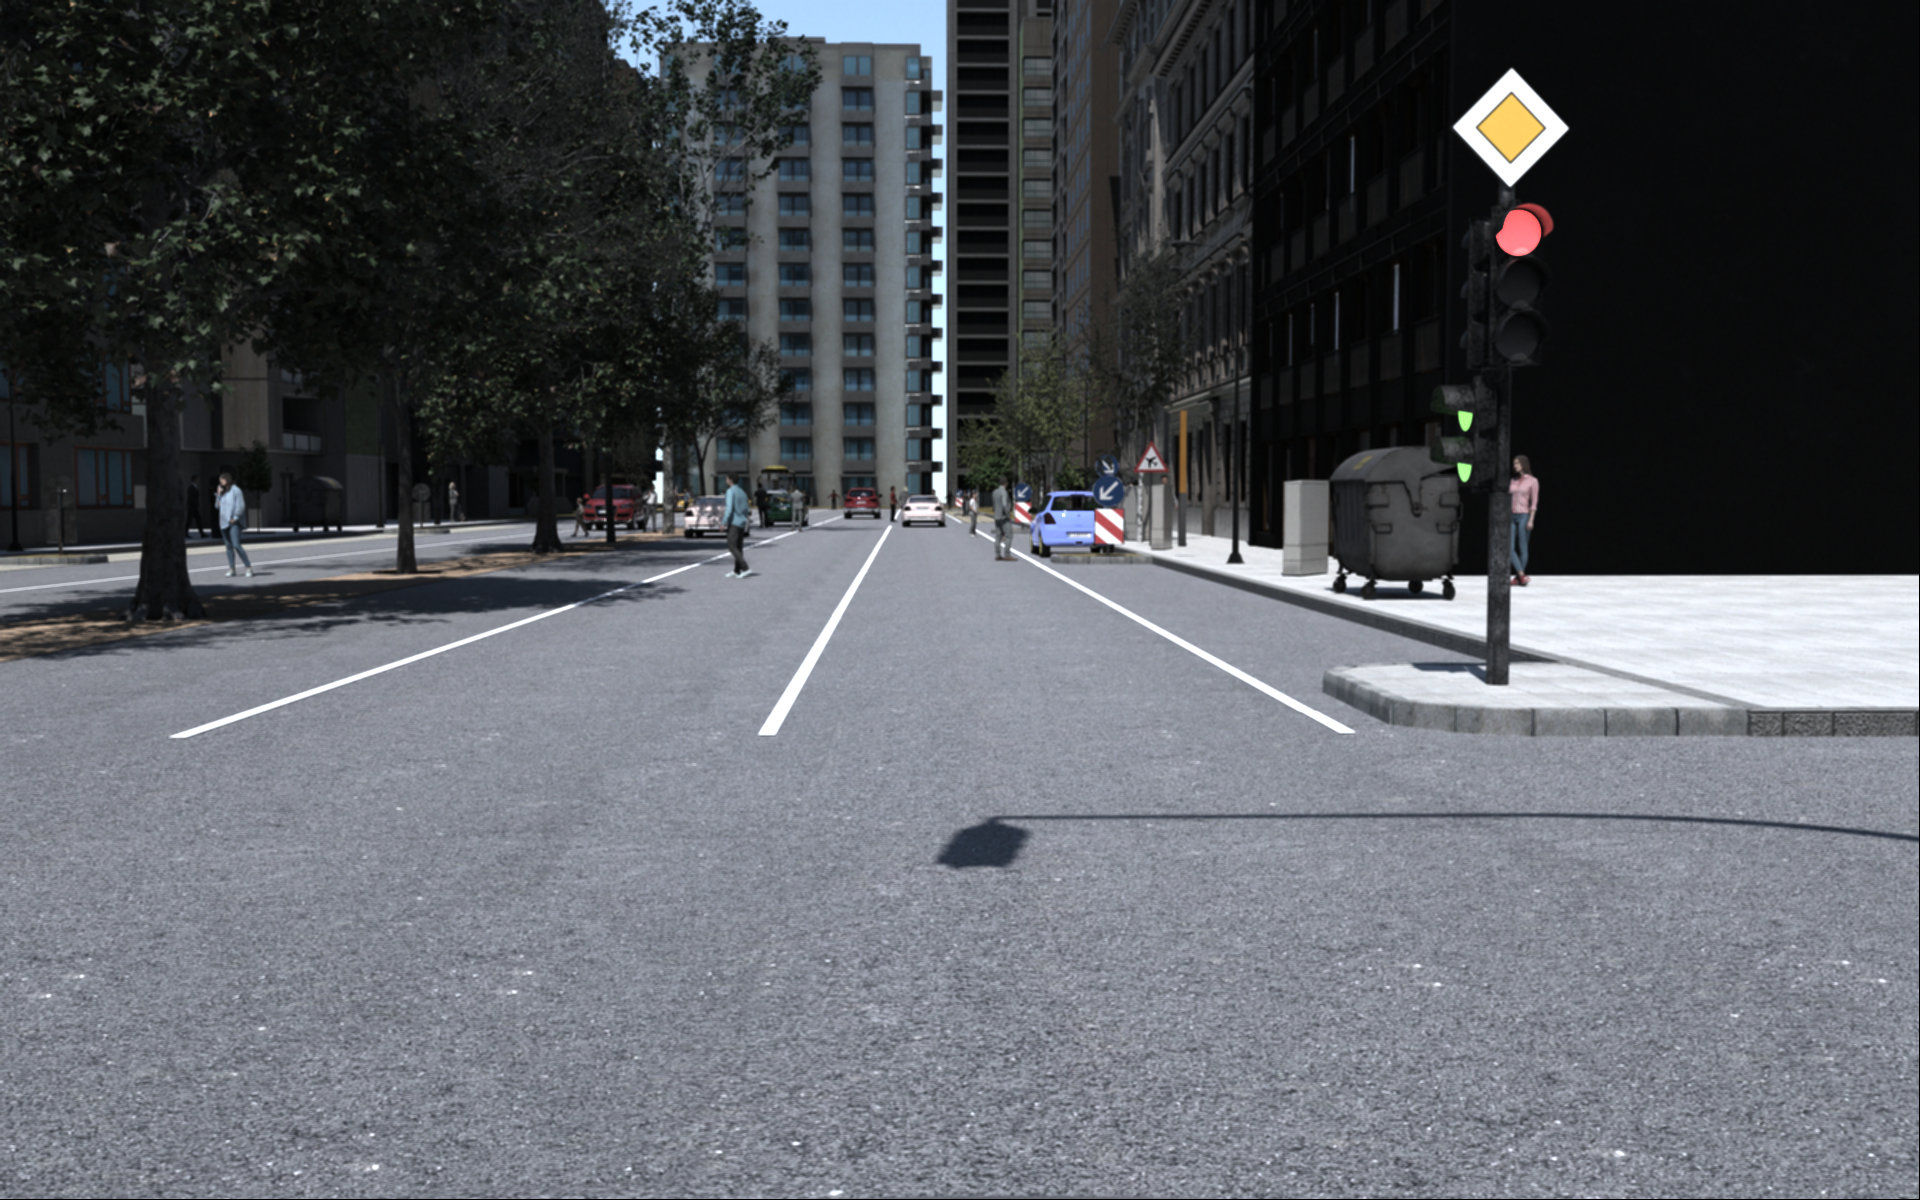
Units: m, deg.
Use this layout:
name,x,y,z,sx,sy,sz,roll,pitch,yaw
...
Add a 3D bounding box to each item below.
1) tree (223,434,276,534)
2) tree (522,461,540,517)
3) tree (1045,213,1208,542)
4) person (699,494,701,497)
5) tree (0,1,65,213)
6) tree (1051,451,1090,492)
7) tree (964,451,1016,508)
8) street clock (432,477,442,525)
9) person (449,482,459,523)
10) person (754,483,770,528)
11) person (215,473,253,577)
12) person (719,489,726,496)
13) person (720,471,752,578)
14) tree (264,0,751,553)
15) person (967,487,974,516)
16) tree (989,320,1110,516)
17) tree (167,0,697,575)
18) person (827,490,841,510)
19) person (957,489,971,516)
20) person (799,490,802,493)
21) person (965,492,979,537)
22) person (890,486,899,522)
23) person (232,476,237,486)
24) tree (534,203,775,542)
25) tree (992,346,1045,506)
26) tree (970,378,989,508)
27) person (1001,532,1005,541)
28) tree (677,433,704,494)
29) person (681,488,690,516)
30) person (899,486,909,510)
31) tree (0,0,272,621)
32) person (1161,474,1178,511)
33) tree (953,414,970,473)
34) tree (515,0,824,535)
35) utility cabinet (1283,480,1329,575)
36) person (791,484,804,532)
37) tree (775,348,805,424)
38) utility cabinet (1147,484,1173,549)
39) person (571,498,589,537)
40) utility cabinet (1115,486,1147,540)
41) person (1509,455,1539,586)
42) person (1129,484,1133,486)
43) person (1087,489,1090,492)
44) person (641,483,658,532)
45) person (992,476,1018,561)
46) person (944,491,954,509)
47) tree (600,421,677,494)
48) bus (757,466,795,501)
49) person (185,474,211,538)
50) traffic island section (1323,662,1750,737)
name,x,y,z,sx,sy,sz,roll,pitch,yaw
tree,-22.858,-3.784,56.477,1.663,3.219,1.824,0,3,0
tree,-23.522,-6.281,97.290,1.663,3.219,1.824,0,3,0
tree,4.725,-5.850,46.008,4.360,8.622,3.978,0,3,0
person,-20.187,-7.767,135.431,0.705,1.831,1.348,-2,4,-35
tree,-9.005,-3.662,12.698,4.360,8.622,3.978,0,3,0
tree,4.847,-5.157,78.922,1.663,3.219,1.824,0,3,0
tree,2.857,-9.023,131.246,4.285,4.588,4.351,0,3,0
street clock,-21.805,-4.136,72.197,0.358,2.002,0.471,0,4,7
person,-22.161,-4.266,75.968,0.526,1.800,0.537,2,4,25
person,-8.445,-4.026,73.694,0.648,1.900,0.474,-2,4,-25
person,-12.601,-1.303,30.071,0.793,1.790,0.793,0,4,-1
person,-18.288,-7.684,134.208,1.350,1.814,0.705,-1,4,-19
person,-3.811,-1.297,29.725,0.620,1.820,0.660,1,4,19
tree,-10.159,-7.515,42.343,9.611,12.733,9.660,0,3,0
person,0.723,-6.366,112.217,0.705,1.869,1.348,-1,4,-17
tree,4.031,-7.514,73.219,4.737,8.622,4.395,0,3,0
tree,-9.881,-7.197,30.493,12.009,13.543,11.850,0,3,0
person,-11.622,-9.242,159.567,1.348,1.831,0.705,-1,4,-20
person,0.280,-6.164,110.007,1.217,1.735,0.721,3,5,42
person,-12.105,-7.483,131.771,0.541,1.710,0.530,-2,4,-31
person,0.449,-2.866,57.957,0.523,1.515,0.503,-1,4,-20
person,-3.368,-4.870,88.061,0.705,1.831,1.348,1,4,11
person,-22.601,-2.938,53.878,0.447,1.846,0.655,-2,4,-24
tree,-10.273,-6.986,51.098,8.767,10.594,7.601,0,4,-2
tree,3.681,-8.112,83.000,4.360,8.622,3.978,0,3,0
tree,3.191,-9.214,101.016,4.737,8.622,4.395,0,3,0
person,1.326,-2.411,52.596,0.362,1.253,0.373,-2,4,-25
tree,-25.427,-12.581,156.061,4.360,8.622,3.978,0,3,0
person,-17.967,-6.423,113.500,0.705,1.826,1.348,-2,4,-30
person,-2.612,-4.425,81.039,0.537,1.800,0.526,-1,4,-9
tree,-9.128,-6.127,19.646,9.611,12.733,9.660,0,3,0
person,5.324,-2.374,45.132,0.678,1.792,0.850,0,4,1
tree,1.506,-12.461,154.095,4.737,8.622,4.395,0,3,0
tree,-11.502,-12.407,61.198,12.611,20.169,13.585,0,3,0
utility cabinet,5.482,-1.149,27.464,0.318,1.500,1.173,2,4,33
person,-6.214,-3.514,66.138,0.511,1.800,0.466,-1,4,-11
tree,-10.580,-8.252,71.795,8.767,10.594,7.601,0,4,-2
utility cabinet,4.675,-1.927,40.192,0.318,1.500,1.173,1,4,16
person,-12.706,-2.763,57.942,0.640,1.303,0.475,-3,4,-37
utility cabinet,4.774,-2.385,47.669,0.318,1.500,1.173,-2,4,-34
person,7.799,-1.111,24.220,0.555,1.821,0.388,3,5,42
person,5.827,-3.232,58.768,0.514,1.842,0.818,0,4,-3
person,5.578,-4.146,76.429,0.503,1.515,0.523,-1,4,-11
person,-11.569,-3.423,64.573,0.679,1.850,0.850,-3,5,-40
person,0.919,-1.757,37.319,0.391,1.810,0.635,-3,4,-36
person,-0.985,-9.141,158.782,1.217,1.723,0.721,-3,5,-41
tree,-24.379,-11.020,130.540,4.360,8.622,3.978,0,3,0
bus,-16.075,-9.883,153.126,2.896,3.916,12.252,0,4,-3
person,-22.135,-2.713,50.181,0.755,1.850,0.659,-1,4,-12
traffic island section,3.646,0.648,11.684,2.009,0.180,2.903,0,4,-2
